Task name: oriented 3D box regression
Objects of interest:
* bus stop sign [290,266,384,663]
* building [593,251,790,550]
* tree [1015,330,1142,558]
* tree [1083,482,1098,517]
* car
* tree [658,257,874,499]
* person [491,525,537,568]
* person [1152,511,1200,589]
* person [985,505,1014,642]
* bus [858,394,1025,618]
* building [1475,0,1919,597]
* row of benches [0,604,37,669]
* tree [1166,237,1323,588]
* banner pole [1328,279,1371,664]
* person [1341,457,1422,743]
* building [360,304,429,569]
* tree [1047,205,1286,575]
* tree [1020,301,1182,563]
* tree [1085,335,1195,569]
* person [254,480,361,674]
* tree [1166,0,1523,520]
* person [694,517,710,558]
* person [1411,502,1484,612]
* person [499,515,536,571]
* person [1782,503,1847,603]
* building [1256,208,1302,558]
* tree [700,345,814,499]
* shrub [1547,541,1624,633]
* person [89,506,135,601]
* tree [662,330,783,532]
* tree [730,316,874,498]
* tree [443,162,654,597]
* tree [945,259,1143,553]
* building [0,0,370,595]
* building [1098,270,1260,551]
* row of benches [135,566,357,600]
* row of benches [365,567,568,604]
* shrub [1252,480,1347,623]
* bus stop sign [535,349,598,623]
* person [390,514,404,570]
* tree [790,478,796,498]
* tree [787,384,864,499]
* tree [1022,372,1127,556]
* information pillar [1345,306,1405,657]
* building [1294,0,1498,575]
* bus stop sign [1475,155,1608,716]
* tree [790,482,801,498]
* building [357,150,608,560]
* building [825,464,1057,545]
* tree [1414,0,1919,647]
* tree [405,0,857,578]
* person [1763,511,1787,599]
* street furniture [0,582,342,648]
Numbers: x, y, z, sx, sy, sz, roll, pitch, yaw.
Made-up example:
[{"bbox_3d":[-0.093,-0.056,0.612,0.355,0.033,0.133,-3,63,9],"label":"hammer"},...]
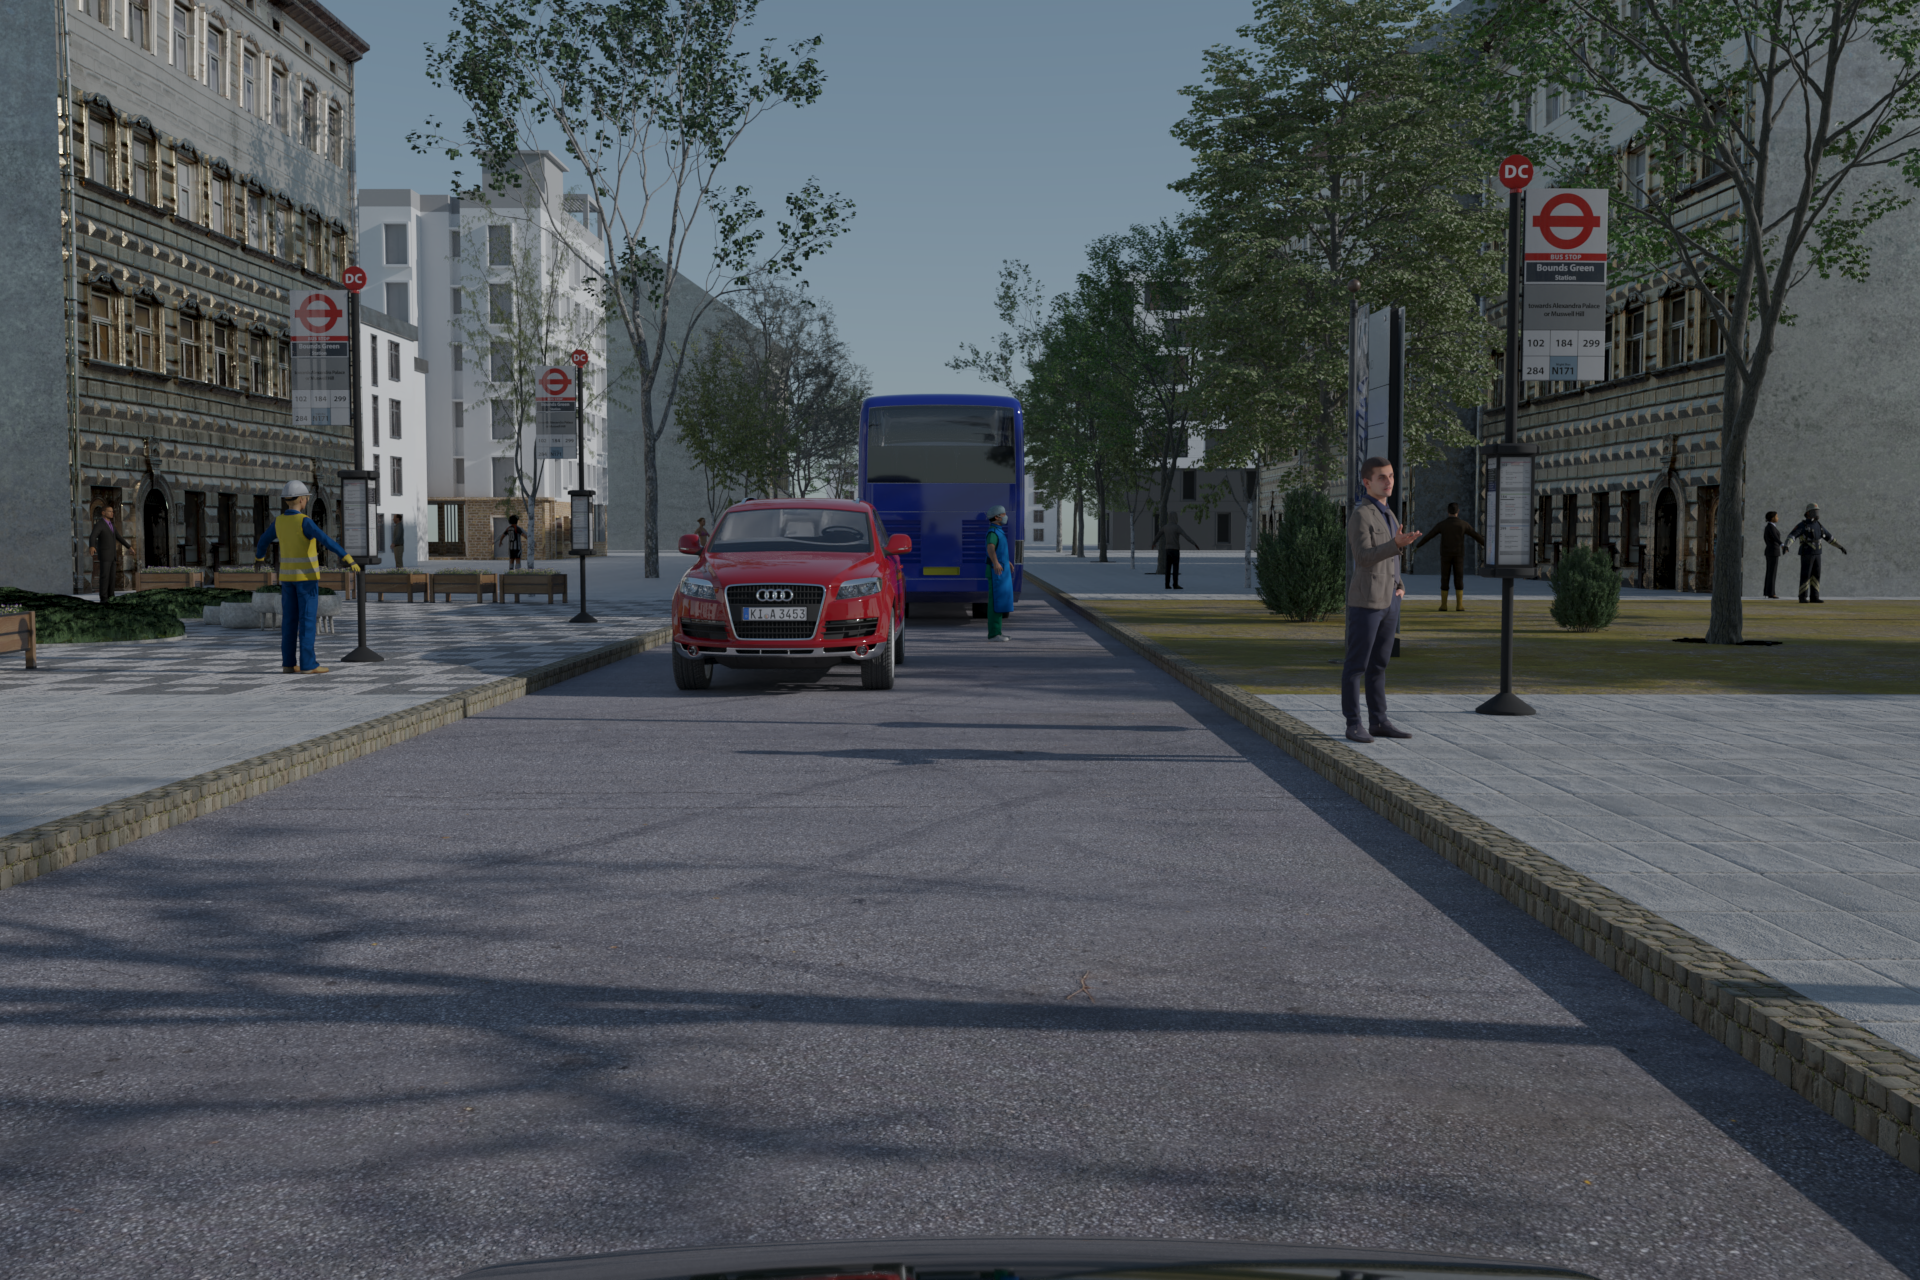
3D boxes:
[{"bbox_3d":[-6.248,-1.752,17.355,0.855,3.939,0.416,0,4,0],"label":"bus stop sign"},{"bbox_3d":[-24.268,-19.128,143.668,19.493,23.208,18.063,0,4,-1],"label":"building"},{"bbox_3d":[6.202,-10.784,94.450,7.486,12.596,7.792,0,3,0],"label":"tree"},{"bbox_3d":[18.277,-16.903,210.768,7.601,10.594,8.767,0,4,2],"label":"tree"},{"bbox_3d":[-1.615,-0.548,17.630,2.281,1.827,5.304,0,3,0],"label":"car"},{"bbox_3d":[-8.440,-10.246,77.884,12.009,13.543,11.850,0,3,0],"label":"tree"},{"bbox_3d":[-13.398,-2.808,52.100,1.347,1.806,0.705,0,4,-6],"label":"person"},{"bbox_3d":[4.966,-2.091,40.309,1.348,1.813,0.705,3,5,43],"label":"person"},{"bbox_3d":[0.525,-0.892,23.175,0.704,1.817,1.347,1,4,9],"label":"person"},{"bbox_3d":[-0.369,-2.489,32.248,2.896,3.916,12.251,0,4,-1],"label":"bus"},{"bbox_3d":[25.160,-13.015,43.732,19.493,23.208,18.063,0,3,0],"label":"building"},{"bbox_3d":[-8.902,0.061,14.460,1.422,0.672,4.104,0,4,-6],"label":"row of benches"},{"bbox_3d":[6.886,-5.563,41.321,4.737,8.622,4.395,0,3,0],"label":"tree"},{"bbox_3d":[3.875,-1.644,16.899,0.401,3.779,0.863,0,4,-1],"label":"banner pole"},{"bbox_3d":[2.682,-0.250,10.666,0.617,1.759,0.750,-3,4,-36],"label":"person"},{"bbox_3d":[-26.433,-7.826,70.097,9.099,9.664,28.070,0,4,0],"label":"building"},{"bbox_3d":[6.584,-7.874,54.497,9.928,11.665,9.643,0,3,0],"label":"tree"},{"bbox_3d":[6.321,-9.309,77.961,9.928,11.665,9.643,0,3,0],"label":"tree"},{"bbox_3d":[6.371,-6.884,62.914,4.737,8.622,4.395,0,3,0],"label":"tree"},{"bbox_3d":[-6.055,-0.584,16.005,1.216,1.772,0.721,1,4,22],"label":"person"},{"bbox_3d":[7.320,-7.047,33.338,7.486,12.596,7.792,0,3,0],"label":"tree"},{"bbox_3d":[-6.936,-2.465,47.102,0.721,1.733,1.217,2,4,27],"label":"person"},{"bbox_3d":[8.178,-1.384,28.769,1.346,1.812,0.704,1,4,16],"label":"person"},{"bbox_3d":[-12.567,-2.619,48.970,1.345,1.843,0.704,2,4,29],"label":"person"},{"bbox_3d":[15.801,-1.612,32.130,1.354,1.856,0.705,-1,4,-13],"label":"person"},{"bbox_3d":[25.355,-15.474,83.924,19.493,23.208,18.063,0,4,0],"label":"building"},{"bbox_3d":[-8.126,-7.224,68.482,4.737,8.622,4.395,0,3,0],"label":"tree"},{"bbox_3d":[8.182,-0.708,22.685,1.383,1.207,1.383,0,3,0],"label":"shrub"},{"bbox_3d":[-15.552,-1.555,31.648,0.704,1.802,1.346,0,4,5],"label":"person"},{"bbox_3d":[-8.689,-6.829,62.018,4.737,8.622,4.395,0,3,0],"label":"tree"},{"bbox_3d":[-9.076,-11.515,98.632,12.009,13.543,11.850,0,3,0],"label":"tree"},{"bbox_3d":[-8.940,-5.181,35.080,4.360,8.622,3.978,0,3,0],"label":"tree"},{"bbox_3d":[5.662,-16.183,120.473,12.611,20.169,13.585,0,3,0],"label":"tree"},{"bbox_3d":[-27.924,-13.079,44.771,19.493,23.208,18.063,0,4,0],"label":"building"},{"bbox_3d":[25.728,-18.755,150.617,27.936,21.610,32.646,0,4,0],"label":"building"},{"bbox_3d":[-13.906,-1.109,33.593,4.104,0.672,1.422,0,4,-7],"label":"row of benches"},{"bbox_3d":[-9.176,-1.029,32.280,4.104,0.672,1.422,1,4,14],"label":"row of benches"},{"bbox_3d":[5.061,-1.303,25.338,1.661,2.075,1.752,0,3,0],"label":"shrub"},{"bbox_3d":[-5.701,-2.225,25.087,0.855,3.939,0.416,0,3,0],"label":"bus stop sign"},{"bbox_3d":[-14.277,-2.305,43.964,0.705,1.796,1.348,-1,4,-13],"label":"person"},{"bbox_3d":[-22.482,-16.518,204.484,7.601,10.594,8.767,0,4,-3],"label":"tree"},{"bbox_3d":[-8.470,-11.819,119.002,9.928,11.665,9.643,0,3,0],"label":"tree"},{"bbox_3d":[7.058,-10.888,103.770,9.928,11.665,9.643,0,3,0],"label":"tree"},{"bbox_3d":[4.477,-1.678,18.749,0.184,3.620,1.656,0,4,-2],"label":"information pillar"},{"bbox_3d":[23.394,-14.173,62.661,19.493,23.208,18.063,0,3,0],"label":"building"},{"bbox_3d":[4.130,-1.443,12.293,0.855,3.939,0.416,0,4,0],"label":"bus stop sign"},{"bbox_3d":[-21.560,-16.005,212.038,4.737,8.622,4.395,0,3,0],"label":"tree"},{"bbox_3d":[-25.232,-14.088,86.754,16.016,20.090,11.380,0,4,0],"label":"building"},{"bbox_3d":[-1.809,-16.113,208.044,28.070,9.664,9.099,0,4,0],"label":"building"},{"bbox_3d":[9.125,-5.757,19.876,9.928,11.665,9.643,0,3,0],"label":"tree"},{"bbox_3d":[-8.878,-11.780,48.499,12.611,20.169,13.585,0,3,0],"label":"tree"},{"bbox_3d":[16.203,-1.693,34.399,0.721,1.740,1.216,1,4,11],"label":"person"},{"bbox_3d":[-12.225,-0.529,24.268,5.734,0.657,10.072,-2,4,-34],"label":"street furniture"}]
